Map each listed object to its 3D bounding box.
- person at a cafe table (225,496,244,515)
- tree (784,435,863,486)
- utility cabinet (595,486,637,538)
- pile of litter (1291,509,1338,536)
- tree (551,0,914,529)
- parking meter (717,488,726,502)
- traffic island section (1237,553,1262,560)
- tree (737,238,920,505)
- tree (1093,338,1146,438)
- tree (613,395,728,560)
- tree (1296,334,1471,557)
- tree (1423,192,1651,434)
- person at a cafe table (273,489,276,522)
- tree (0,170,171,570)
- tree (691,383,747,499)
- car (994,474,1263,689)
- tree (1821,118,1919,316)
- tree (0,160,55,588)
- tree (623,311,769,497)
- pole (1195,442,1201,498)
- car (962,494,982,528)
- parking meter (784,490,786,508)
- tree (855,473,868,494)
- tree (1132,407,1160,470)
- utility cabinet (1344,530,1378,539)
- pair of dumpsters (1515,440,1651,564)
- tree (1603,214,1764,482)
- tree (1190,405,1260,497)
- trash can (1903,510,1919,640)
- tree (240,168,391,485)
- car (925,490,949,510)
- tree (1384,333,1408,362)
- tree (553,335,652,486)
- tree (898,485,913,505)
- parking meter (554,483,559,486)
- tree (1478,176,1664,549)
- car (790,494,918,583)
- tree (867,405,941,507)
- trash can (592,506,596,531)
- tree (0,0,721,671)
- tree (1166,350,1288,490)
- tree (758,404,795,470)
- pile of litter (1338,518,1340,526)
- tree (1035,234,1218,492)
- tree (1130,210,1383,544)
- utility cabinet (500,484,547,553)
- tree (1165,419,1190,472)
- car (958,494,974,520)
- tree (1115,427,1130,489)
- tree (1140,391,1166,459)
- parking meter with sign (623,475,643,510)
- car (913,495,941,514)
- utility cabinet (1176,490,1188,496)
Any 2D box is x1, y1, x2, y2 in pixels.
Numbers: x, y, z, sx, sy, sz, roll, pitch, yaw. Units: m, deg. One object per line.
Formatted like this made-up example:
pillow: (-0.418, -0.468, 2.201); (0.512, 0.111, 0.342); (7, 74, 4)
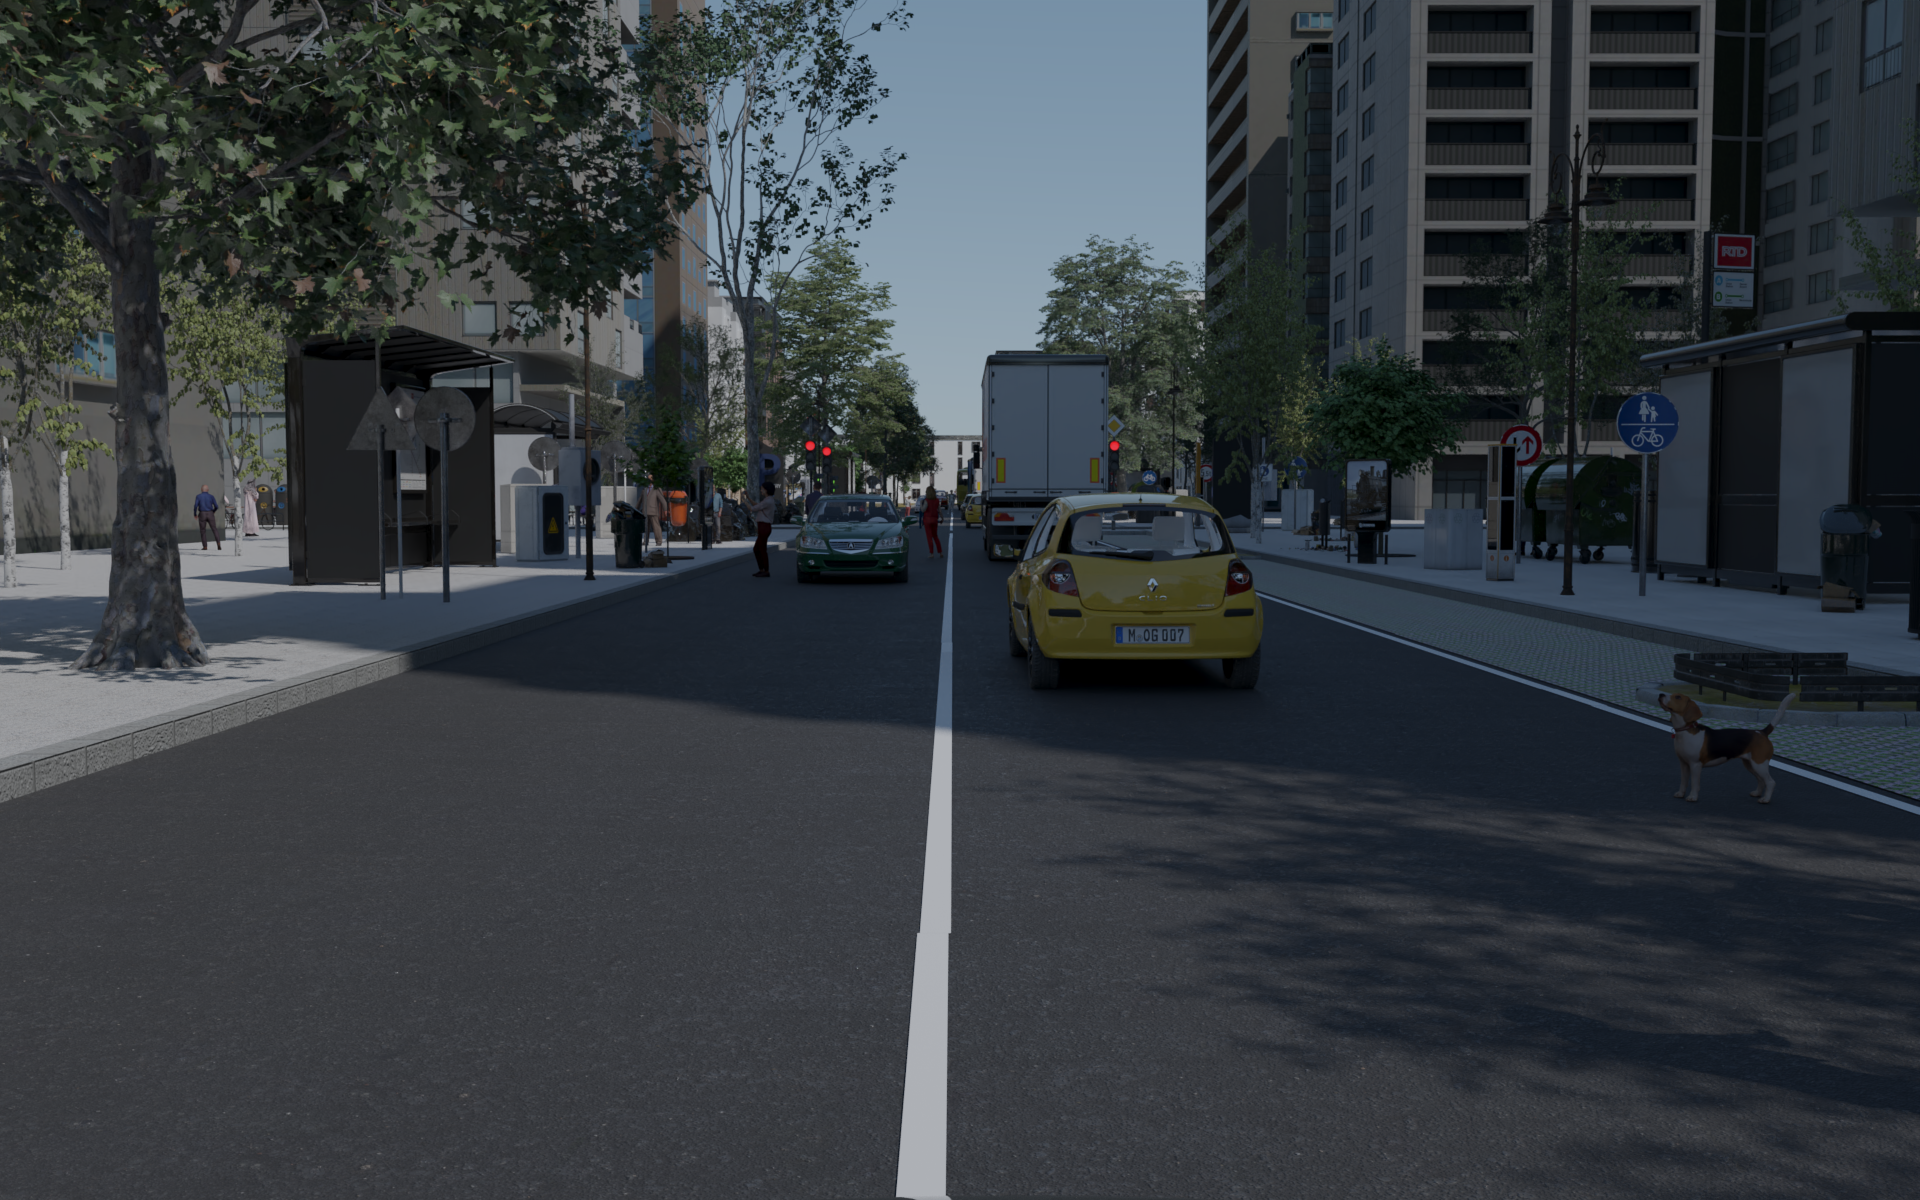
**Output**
person at a cafe table: (-32.392, -4.134, 76.111); (1.698, 1.524, 1.622); (-1, 4, -10)
tree: (-6.936, -6.863, 95.927); (4.285, 4.588, 4.351); (0, 3, 0)
utility cabinet: (-9.918, -2.528, 50.015); (1.173, 1.500, 0.318); (-3, 4, -38)
pile of litter: (10.921, -2.456, 54.120); (1.176, 0.858, 1.719); (2, 4, 28)
tree: (-7.482, -12.027, 52.526); (12.611, 20.169, 13.585); (0, 3, 0)
parking meter: (-9.548, -3.731, 69.411); (0.372, 1.533, 0.369); (0, 3, 0)
traffic island section: (5.559, -0.958, 38.532); (1.991, 0.108, 1.994); (0, 4, 0)
tree: (-5.911, -9.692, 76.586); (7.486, 12.596, 7.792); (0, 3, 0)
tree: (8.418, -11.437, 112.745); (9.928, 11.665, 9.643); (0, 3, 0)
tree: (-5.747, -2.417, 34.111); (1.663, 3.219, 1.824); (0, 3, 0)
tree: (8.645, -3.181, 35.718); (4.285, 4.588, 4.351); (0, 3, 0)
tree: (17.636, -7.264, 53.177); (7.601, 10.594, 8.767); (0, 4, 7)
person at a cafe table: (-32.059, -4.405, 80.539); (1.698, 1.524, 1.622); (3, 4, 38)
tree: (-15.406, -4.819, 29.155); (4.360, 8.622, 3.978); (0, 3, 0)
tree: (-14.985, -9.792, 110.456); (4.737, 8.622, 4.395); (0, 3, 0)
car: (1.308, -0.241, 14.158); (2.015, 1.641, 3.980); (0, 4, -2)
tree: (18.789, -5.040, 32.764); (4.737, 8.622, 4.395); (0, 3, 0)
tree: (-13.007, -4.459, 23.270); (4.737, 8.622, 4.395); (0, 3, 0)
tree: (-13.619, -9.461, 89.094); (8.767, 10.594, 7.601); (1, 4, 12)
pole: (9.420, -4.568, 68.531); (0.158, 3.312, 0.155); (0, 3, 0)
car: (1.089, -3.897, 73.940); (2.015, 1.641, 3.980); (0, 4, 1)
parking meter: (-10.099, -5.535, 98.904); (0.372, 1.533, 0.369); (0, 3, 0)
tree: (-6.810, -7.315, 114.202); (1.663, 3.219, 1.824); (0, 3, 0)
tree: (14.942, -11.429, 137.218); (4.360, 8.622, 3.978); (0, 3, 0)
utility cabinet: (11.651, -2.392, 50.265); (0.306, 1.237, 1.020); (-3, 4, -37)
pair of dumpsters: (11.813, -1.901, 33.576); (1.574, 2.255, 4.437); (0, 4, 0)
tree: (19.460, -5.878, 46.475); (4.360, 8.622, 3.978); (0, 3, 0)
tree: (18.641, -10.204, 117.194); (4.360, 8.622, 3.978); (0, 3, 0)
trash can: (8.671, -0.216, 15.182); (0.748, 1.137, 0.748); (0, 3, 0)
tree: (-15.001, -5.193, 35.274); (4.737, 8.622, 4.395); (0, 3, 0)
car: (-2.072, -9.222, 159.457); (2.281, 1.827, 5.304); (0, 4, 1)
tree: (18.340, -7.856, 78.813); (4.737, 8.622, 4.395); (0, 3, 0)
tree: (-16.321, -7.881, 79.217); (4.360, 8.622, 3.978); (0, 3, 0)
tree: (-6.863, -13.356, 212.976); (1.663, 3.219, 1.824); (0, 3, 0)
parking meter: (-8.380, -1.684, 35.939); (0.372, 1.533, 0.369); (0, 3, 0)
tree: (14.509, -5.527, 40.723); (4.737, 8.622, 4.395); (0, 3, 0)
car: (-1.790, -1.086, 29.562); (2.131, 1.459, 4.920); (0, 4, -2)
tree: (-6.186, -14.324, 168.604); (8.767, 10.594, 7.601); (0, 4, -3)
trash can: (-12.636, -2.957, 60.004); (0.748, 1.137, 0.748); (0, 3, 0)
tree: (-6.177, -5.860, 12.817); (9.611, 12.733, 9.660); (0, 3, 0)
tree: (17.029, -10.575, 107.317); (7.601, 10.594, 8.767); (0, 4, 3)
tree: (-14.200, -11.254, 134.367); (4.360, 8.622, 3.978); (0, 3, 0)
pile of litter: (15.833, -3.494, 71.098); (1.719, 0.858, 1.176); (-1, 4, -23)
tree: (7.784, -10.825, 83.636); (9.857, 13.997, 8.962); (0, 3, 0)
tree: (7.622, -5.757, 44.484); (4.737, 8.622, 4.395); (0, 3, 0)
utility cabinet: (-9.499, -1.776, 37.721); (0.318, 1.500, 1.173); (2, 4, 28)
tree: (17.822, -11.114, 132.074); (4.360, 8.622, 3.978); (0, 3, 0)
car: (0.917, -5.292, 96.315); (2.009, 1.686, 4.222); (0, 4, -1)
tree: (13.920, -11.739, 142.300); (4.737, 8.622, 4.395); (0, 3, 0)
tree: (16.466, -11.638, 124.699); (7.601, 10.594, 8.767); (1, 4, 9)
parking meter with sign: (-12.800, -4.505, 69.912); (1.738, 3.016, 0.543); (-2, 4, -35)
car: (-2.405, -7.132, 128.976); (2.083, 1.381, 4.827); (0, 4, 1)
utility cabinet: (10.797, -4.746, 86.280); (1.173, 1.500, 0.318); (-2, 4, -29)
